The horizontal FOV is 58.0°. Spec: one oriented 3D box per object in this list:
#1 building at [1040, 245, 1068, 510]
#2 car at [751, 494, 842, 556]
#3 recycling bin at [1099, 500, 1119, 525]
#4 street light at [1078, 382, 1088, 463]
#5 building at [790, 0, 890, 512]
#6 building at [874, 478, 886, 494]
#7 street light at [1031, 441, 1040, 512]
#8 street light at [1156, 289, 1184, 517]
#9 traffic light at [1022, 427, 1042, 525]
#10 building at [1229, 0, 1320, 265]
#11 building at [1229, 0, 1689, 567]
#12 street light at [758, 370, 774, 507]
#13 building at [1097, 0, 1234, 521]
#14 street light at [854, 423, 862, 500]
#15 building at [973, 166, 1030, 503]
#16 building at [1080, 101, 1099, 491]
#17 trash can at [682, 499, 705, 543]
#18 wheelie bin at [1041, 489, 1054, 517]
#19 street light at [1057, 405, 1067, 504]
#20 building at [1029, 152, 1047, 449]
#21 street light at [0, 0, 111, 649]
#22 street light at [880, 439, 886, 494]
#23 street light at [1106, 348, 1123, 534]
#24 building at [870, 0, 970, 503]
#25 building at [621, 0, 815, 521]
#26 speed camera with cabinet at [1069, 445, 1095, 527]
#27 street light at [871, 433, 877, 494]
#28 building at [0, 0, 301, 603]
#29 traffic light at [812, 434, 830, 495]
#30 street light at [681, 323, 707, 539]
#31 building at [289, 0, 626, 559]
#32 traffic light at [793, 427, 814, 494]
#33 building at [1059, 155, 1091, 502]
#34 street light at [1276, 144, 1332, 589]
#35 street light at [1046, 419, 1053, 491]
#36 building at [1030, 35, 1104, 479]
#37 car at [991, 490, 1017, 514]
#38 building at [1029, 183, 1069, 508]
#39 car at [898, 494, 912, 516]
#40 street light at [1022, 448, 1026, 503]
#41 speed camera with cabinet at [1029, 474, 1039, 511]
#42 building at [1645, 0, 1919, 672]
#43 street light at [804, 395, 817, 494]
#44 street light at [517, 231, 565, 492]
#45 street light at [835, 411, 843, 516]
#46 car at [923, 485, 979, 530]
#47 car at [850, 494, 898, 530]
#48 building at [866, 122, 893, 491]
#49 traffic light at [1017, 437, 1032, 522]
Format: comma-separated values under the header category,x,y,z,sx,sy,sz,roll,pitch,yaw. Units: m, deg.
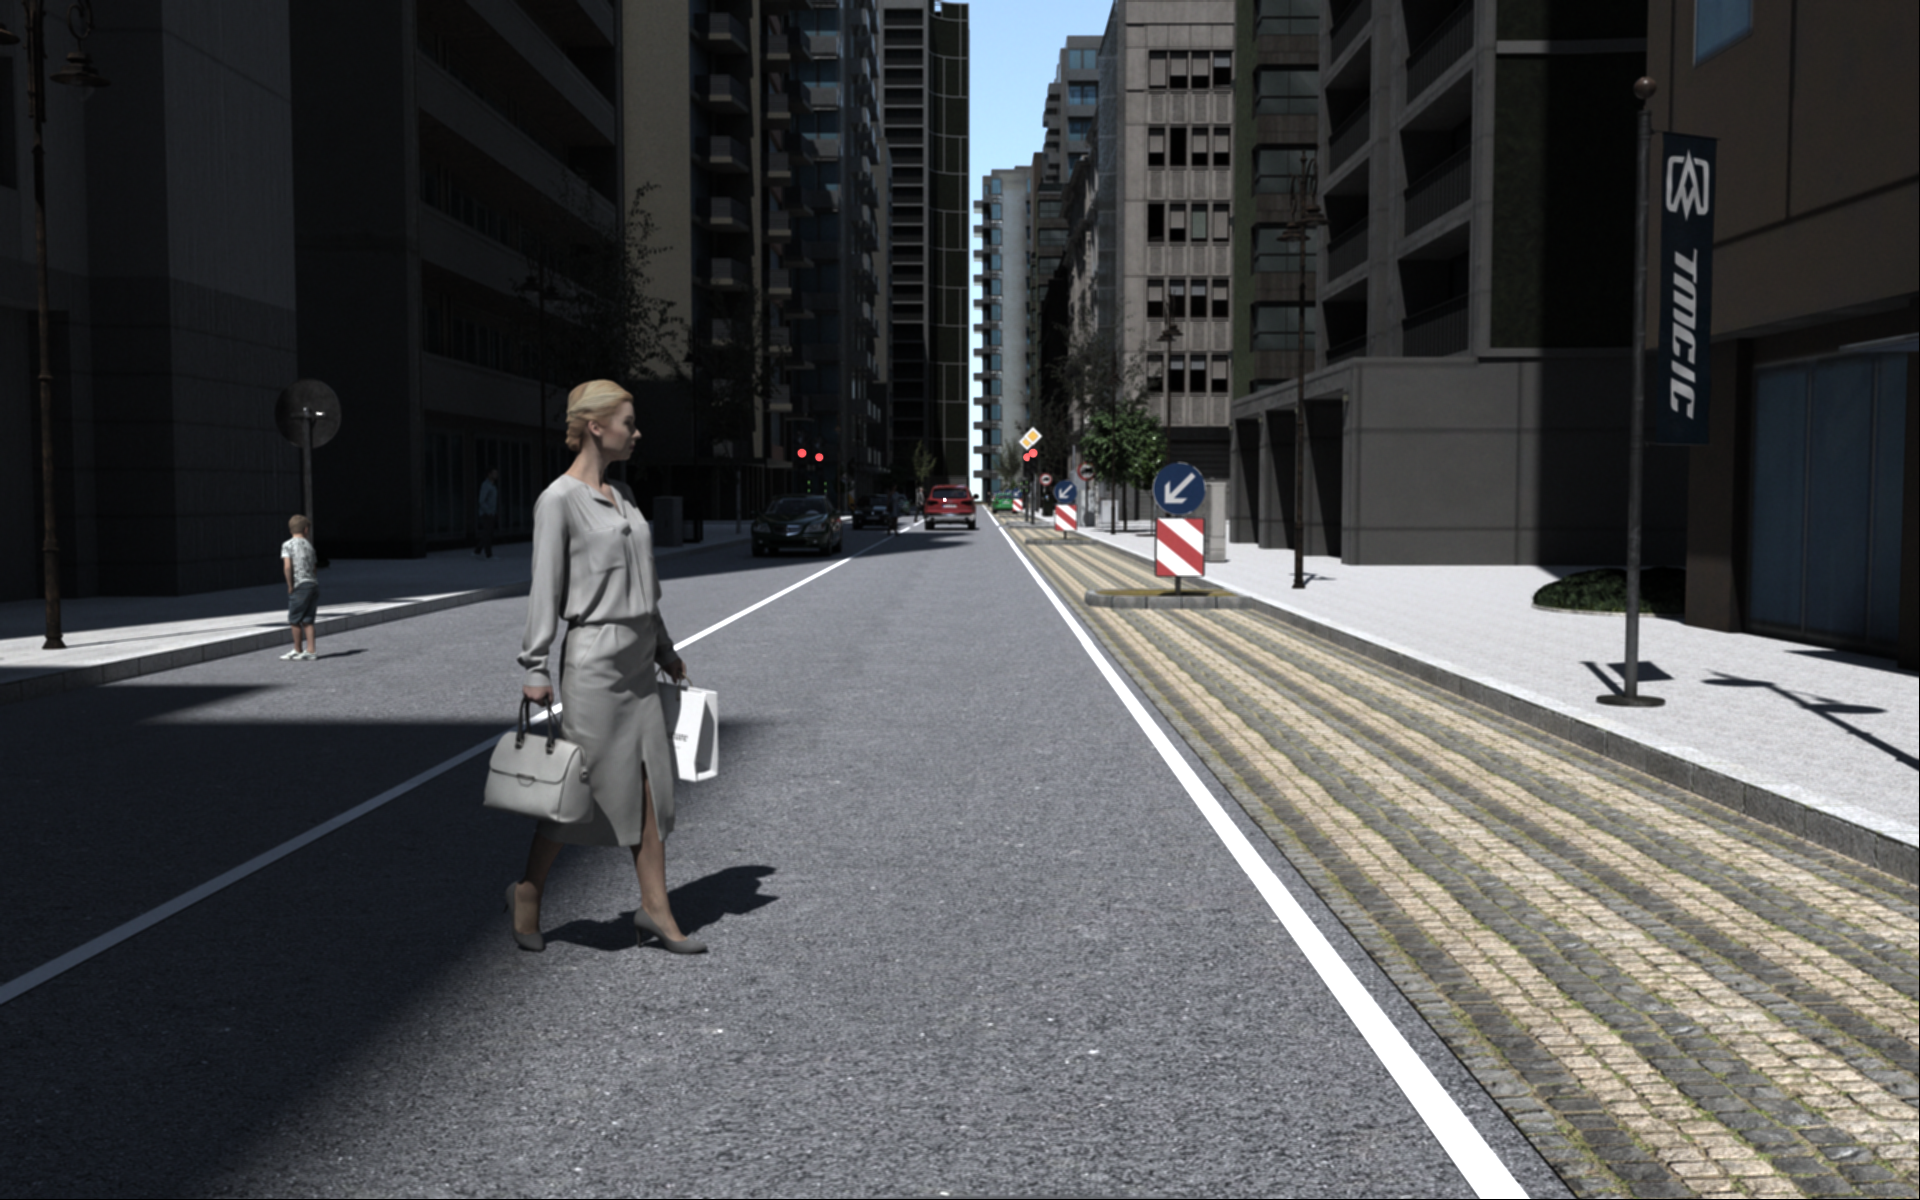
category,x,y,z,sx,sy,sz,roll,pitch,yaw
building,13.328,-19.437,147.474,12.332,23.373,15.834,0,4,0
car,-3.850,-1.808,41.354,2.131,1.459,4.920,0,4,1
recycling bin,6.283,-3.700,73.054,0.722,1.027,0.722,0,4,-3
street light,5.022,-6.038,71.505,0.468,5.910,1.993,0,4,0
building,-17.701,-31.381,132.692,23.786,49.044,30.456,0,4,0
building,-24.409,-30.374,188.499,32.217,40.220,23.993,0,4,0
street light,5.487,-9.145,122.301,0.468,5.910,1.993,0,4,0
street light,4.731,-4.063,39.219,0.468,5.910,1.993,0,4,0
traffic light,3.019,-5.095,72.219,0.839,4.253,0.868,0,4,0
building,16.669,-17.789,62.548,14.160,30.474,14.107,0,4,0
building,17.253,-36.399,33.371,20.563,71.187,20.611,0,4,0
street light,-7.075,-5.520,63.037,0.468,5.910,1.993,0,4,0
building,17.341,-16.483,87.526,19.932,24.808,12.078,0,4,0
street light,-6.602,-8.564,112.803,0.468,5.910,1.993,0,4,0
building,17.154,-38.661,251.719,30.456,49.044,23.786,0,4,0
building,14.752,-19.568,105.845,13.634,28.700,20.117,0,4,0
trash can,-7.061,-2.071,45.513,0.748,1.137,0.748,0,3,0
wheelie bin,5.037,-5.576,99.072,0.693,1.594,0.980,-1,4,-11
street light,5.289,-7.177,90.139,0.468,5.910,1.993,0,4,0
building,16.051,-34.948,221.510,14.600,45.320,14.200,0,4,0
street light,-7.520,-2.533,14.201,0.468,5.910,1.993,0,4,0
street light,-6.395,-10.524,144.858,0.468,5.910,1.993,0,4,0
street light,4.882,-5.031,55.040,0.468,5.910,1.993,0,4,0
building,-8.959,-49.651,250.039,20.611,71.187,20.563,0,4,0
building,-19.800,-26.949,95.248,22.147,44.769,28.867,0,4,0
speed camera with cabinet,4.902,-4.589,69.361,0.660,3.252,2.038,-1,4,-10
street light,-6.415,-9.557,129.036,0.468,5.910,1.993,0,4,0
building,-20.352,-28.623,9.981,21.231,58.520,28.212,0,4,0
traffic light,-6.474,-5.587,80.269,0.839,4.253,0.868,0,4,0
street light,-7.197,-4.543,47.061,0.468,5.910,1.993,0,4,0
building,-21.322,-25.654,43.140,21.300,48.544,21.600,0,4,0
traffic light,-6.542,-5.099,72.284,0.839,4.253,0.868,0,4,0
building,14.672,-20.811,127.647,14.401,28.519,23.554,0,4,0
street light,4.610,-3.095,23.398,0.468,5.910,1.993,0,4,0
street light,5.486,-8.165,106.287,0.468,5.910,1.993,0,4,0
building,20.194,-34.575,184.917,23.786,49.044,30.456,0,4,0
car,3.267,-7.188,126.326,1.959,1.807,4.718,0,4,-1
building,14.113,-23.951,163.295,14.160,30.474,14.107,0,4,0
car,-4.208,-6.235,113.741,2.131,1.459,4.920,0,4,-1
street light,5.784,-11.143,154.979,0.468,5.910,1.993,0,4,0
speed camera with cabinet,5.544,-8.329,130.514,0.660,3.252,2.038,1,4,10
building,13.589,-21.940,8.833,14.600,45.320,14.200,0,4,0
street light,-6.944,-6.603,80.739,0.468,5.910,1.993,0,4,0
street light,-7.392,-3.543,30.714,0.468,5.910,1.993,0,4,0
street light,-6.763,-7.578,96.685,0.468,5.910,1.993,0,4,0
car,-0.374,-3.782,70.503,2.281,1.827,5.304,0,4,1
car,-3.463,-3.738,70.896,2.009,1.686,4.222,0,4,0
building,-19.519,-36.363,218.239,21.600,48.544,21.300,0,4,0
traffic light,3.087,-5.583,80.204,0.839,4.253,0.868,0,4,0
